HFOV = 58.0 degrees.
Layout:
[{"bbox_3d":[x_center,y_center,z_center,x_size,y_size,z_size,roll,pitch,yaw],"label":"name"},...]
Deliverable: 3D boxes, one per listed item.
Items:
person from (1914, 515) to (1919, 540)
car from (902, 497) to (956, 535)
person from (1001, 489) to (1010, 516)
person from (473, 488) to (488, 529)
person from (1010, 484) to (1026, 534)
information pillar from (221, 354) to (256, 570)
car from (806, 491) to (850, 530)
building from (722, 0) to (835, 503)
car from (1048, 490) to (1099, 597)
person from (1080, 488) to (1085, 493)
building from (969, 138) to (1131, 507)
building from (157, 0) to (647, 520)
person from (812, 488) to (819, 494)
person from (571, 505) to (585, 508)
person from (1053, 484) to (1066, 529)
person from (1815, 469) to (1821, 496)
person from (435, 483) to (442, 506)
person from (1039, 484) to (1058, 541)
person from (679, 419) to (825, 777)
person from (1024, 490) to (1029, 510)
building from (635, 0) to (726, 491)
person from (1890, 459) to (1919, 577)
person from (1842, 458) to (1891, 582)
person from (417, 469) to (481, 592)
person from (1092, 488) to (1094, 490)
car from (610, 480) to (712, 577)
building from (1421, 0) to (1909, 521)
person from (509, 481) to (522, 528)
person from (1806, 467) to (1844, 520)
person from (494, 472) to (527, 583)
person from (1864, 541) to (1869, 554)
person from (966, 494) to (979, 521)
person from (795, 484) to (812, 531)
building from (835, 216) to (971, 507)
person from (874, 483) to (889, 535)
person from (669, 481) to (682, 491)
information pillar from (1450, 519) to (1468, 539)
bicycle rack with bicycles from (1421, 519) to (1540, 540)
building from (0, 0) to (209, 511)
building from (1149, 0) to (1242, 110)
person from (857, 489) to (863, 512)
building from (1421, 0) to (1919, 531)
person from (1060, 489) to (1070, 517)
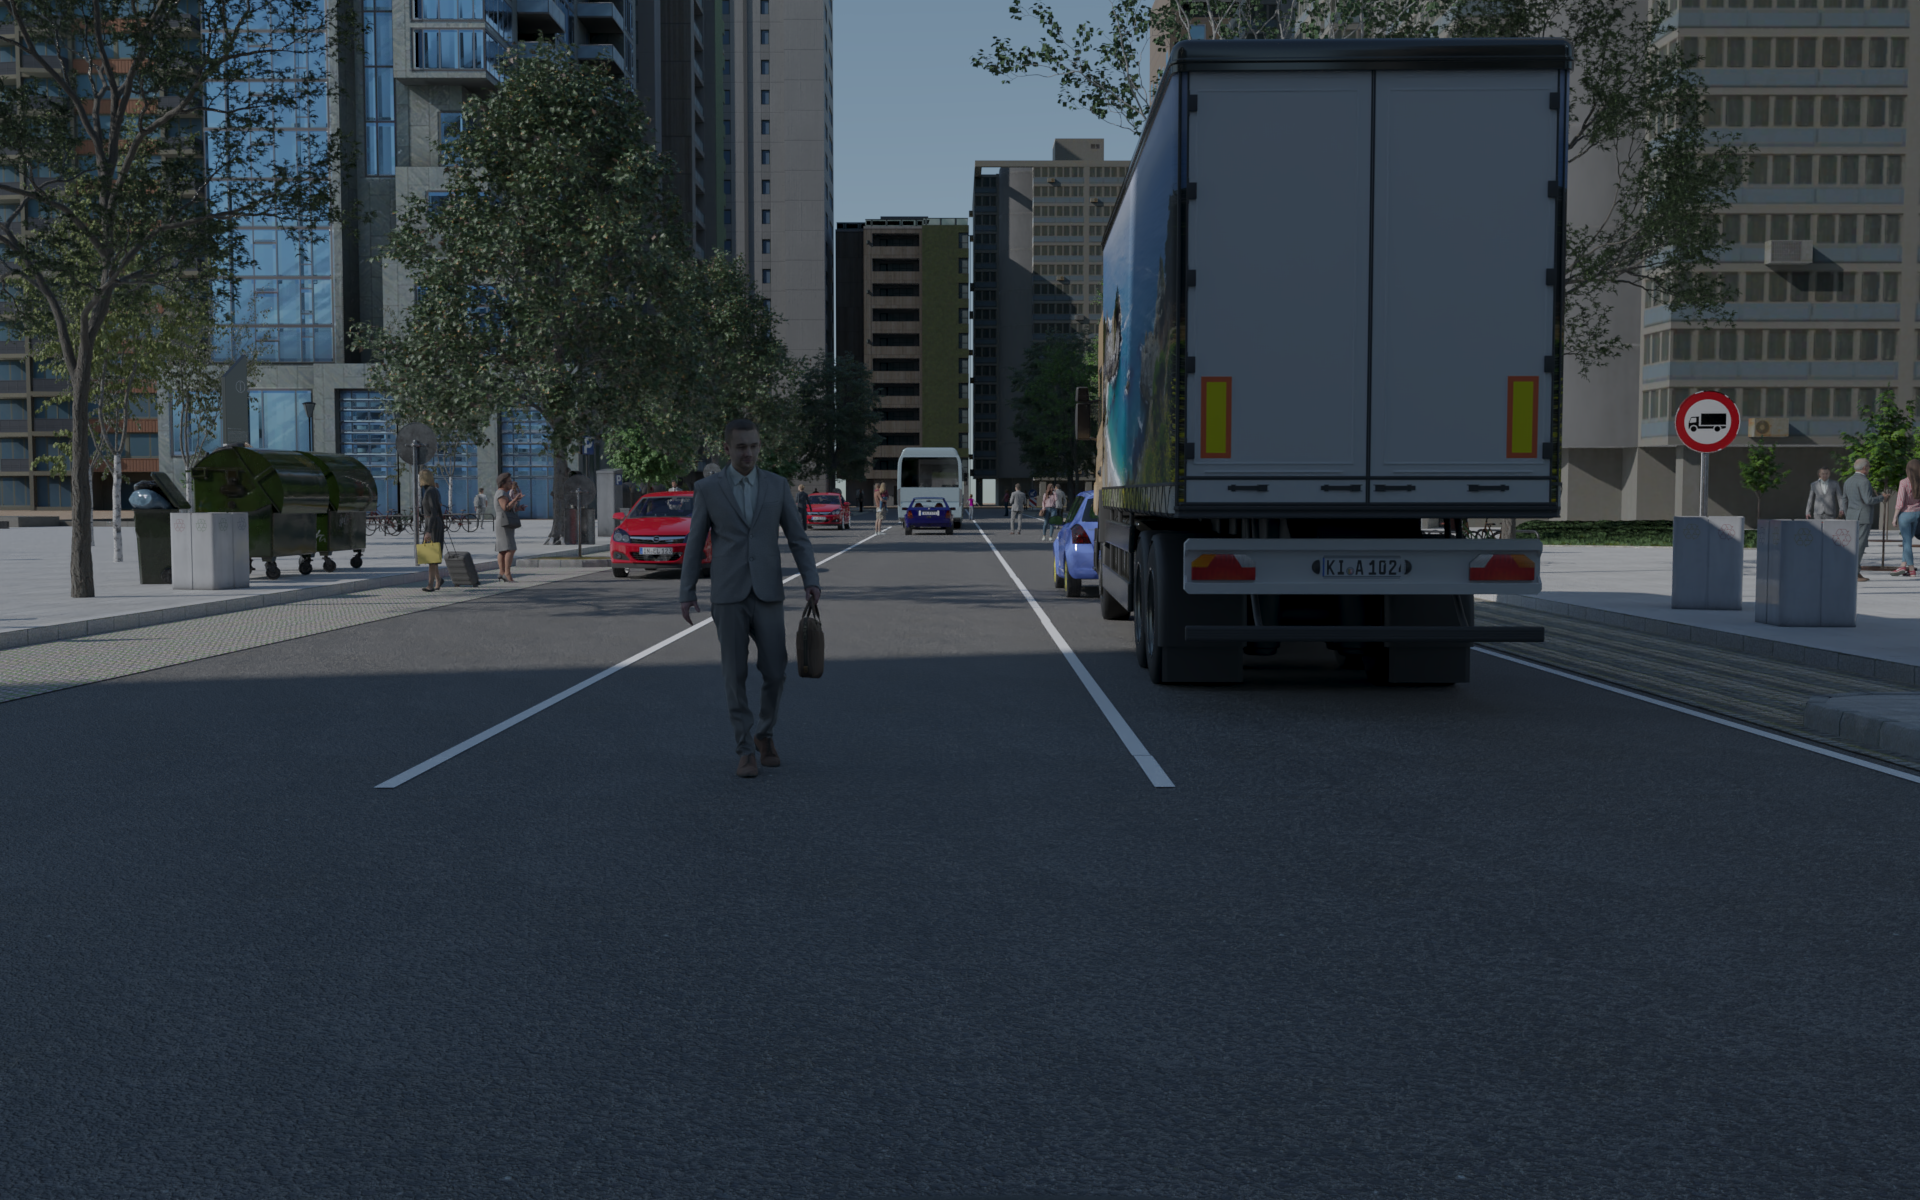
[{"bbox_3d":[8.104,-0.464,13.984,0.716,1.782,0.532,0,4,8],"label":"person"},{"bbox_3d":[-1.114,-3.021,61.977,1.945,1.354,3.894,0,4,-1],"label":"car"},{"bbox_3d":[2.941,-6.300,112.226,0.721,1.743,1.217,2,4,24],"label":"person"},{"bbox_3d":[-17.493,-3.330,63.089,0.503,1.515,0.523,-3,5,-40],"label":"person"},{"bbox_3d":[2.019,-3.234,61.572,0.606,1.804,0.583,-1,4,-22],"label":"person"},{"bbox_3d":[-12.039,-2.293,28.841,0.183,3.616,0.504,2,4,23],"label":"information pillar"},{"bbox_3d":[-5.465,-3.727,69.982,2.155,1.783,4.494,0,4,2],"label":"car"},{"bbox_3d":[-27.787,-39.388,185.987,28.212,58.520,21.231,0,4,0],"label":"building"},{"bbox_3d":[2.278,-0.961,25.305,1.945,1.707,3.694,0,4,-1],"label":"car"},{"bbox_3d":[9.808,-8.053,138.376,0.551,1.740,0.621,-3,5,-42],"label":"person"},{"bbox_3d":[13.053,-30.577,191.807,23.993,40.220,32.217,0,4,0],"label":"building"},{"bbox_3d":[-30.101,-48.078,98.745,22.319,86.520,31.000,0,4,0],"label":"building"},{"bbox_3d":[-12.676,-8.945,152.437,1.348,1.807,0.705,0,4,-5],"label":"person"},{"bbox_3d":[-13.647,-3.157,61.930,0.475,1.303,0.640,-1,4,-15],"label":"person"},{"bbox_3d":[4.005,-3.791,70.334,0.661,1.843,0.795,-1,4,-17],"label":"person"},{"bbox_3d":[21.123,-2.254,42.263,0.474,1.900,0.648,-2,4,-34],"label":"person"},{"bbox_3d":[-23.627,-4.407,78.276,0.721,1.800,0.419,3,5,43],"label":"person"},{"bbox_3d":[2.746,-2.723,53.616,0.593,1.750,0.643,0,4,4],"label":"person"},{"bbox_3d":[-1.062,-0.014,8.848,0.709,1.813,0.853,-1,4,-18],"label":"person"},{"bbox_3d":[5.444,-8.353,145.793,0.721,1.735,1.217,-3,5,-44],"label":"person"},{"bbox_3d":[-24.485,-26.853,122.645,14.154,41.232,14.086,0,4,0],"label":"building"},{"bbox_3d":[14.759,-1.274,26.882,0.555,1.821,0.388,-1,4,-19],"label":"person"},{"bbox_3d":[13.260,-1.173,25.389,0.590,1.801,0.661,0,4,-2],"label":"person"},{"bbox_3d":[-7.638,-1.041,25.736,0.699,1.804,1.509,1,4,20],"label":"person"},{"bbox_3d":[10.986,-8.227,141.267,0.721,1.735,1.217,-1,4,-19],"label":"person"},{"bbox_3d":[-5.064,-1.350,31.107,2.155,1.783,4.494,0,4,0],"label":"car"},{"bbox_3d":[32.776,-25.072,101.807,32.217,40.220,23.993,0,4,0],"label":"building"},{"bbox_3d":[-16.700,-3.550,64.682,0.643,1.750,0.593,1,4,17],"label":"person"},{"bbox_3d":[16.720,-1.668,33.433,0.709,1.813,0.853,2,4,27],"label":"person"},{"bbox_3d":[-7.232,-1.165,27.907,0.532,1.782,0.716,-1,4,-14],"label":"person"},{"bbox_3d":[19.273,-1.878,37.176,0.534,1.772,0.576,-2,4,-24],"label":"person"},{"bbox_3d":[0.667,-5.027,93.922,0.991,1.433,0.599,3,5,41],"label":"person"},{"bbox_3d":[-5.544,-3.201,61.253,0.534,1.772,0.576,3,5,40],"label":"person"},{"bbox_3d":[-5.969,-25.151,182.921,14.107,30.474,14.160,0,4,0],"label":"building"},{"bbox_3d":[-2.793,-3.221,61.134,0.580,1.828,0.573,1,4,22],"label":"person"},{"bbox_3d":[-9.978,-3.332,60.800,0.678,1.792,0.850,1,4,9],"label":"person"},{"bbox_3d":[10.676,-1.992,37.057,0.304,2.012,0.304,3,5,43],"label":"information pillar"},{"bbox_3d":[9.398,-1.141,32.042,2.852,0.926,2.925,-1,4,-21],"label":"bicycle rack with bicycles"},{"bbox_3d":[-62.836,-29.734,140.774,28.867,44.769,22.147,0,4,0],"label":"building"},{"bbox_3d":[23.509,-30.290,145.355,14.600,45.320,14.200,0,4,0],"label":"building"},{"bbox_3d":[-7.728,-7.700,134.528,0.705,1.807,1.348,-1,4,-18],"label":"person"},{"bbox_3d":[31.103,-23.182,70.903,32.217,40.220,23.993,0,4,0],"label":"building"},{"bbox_3d":[6.127,-5.931,106.196,1.217,1.736,0.721,1,4,10],"label":"person"}]
